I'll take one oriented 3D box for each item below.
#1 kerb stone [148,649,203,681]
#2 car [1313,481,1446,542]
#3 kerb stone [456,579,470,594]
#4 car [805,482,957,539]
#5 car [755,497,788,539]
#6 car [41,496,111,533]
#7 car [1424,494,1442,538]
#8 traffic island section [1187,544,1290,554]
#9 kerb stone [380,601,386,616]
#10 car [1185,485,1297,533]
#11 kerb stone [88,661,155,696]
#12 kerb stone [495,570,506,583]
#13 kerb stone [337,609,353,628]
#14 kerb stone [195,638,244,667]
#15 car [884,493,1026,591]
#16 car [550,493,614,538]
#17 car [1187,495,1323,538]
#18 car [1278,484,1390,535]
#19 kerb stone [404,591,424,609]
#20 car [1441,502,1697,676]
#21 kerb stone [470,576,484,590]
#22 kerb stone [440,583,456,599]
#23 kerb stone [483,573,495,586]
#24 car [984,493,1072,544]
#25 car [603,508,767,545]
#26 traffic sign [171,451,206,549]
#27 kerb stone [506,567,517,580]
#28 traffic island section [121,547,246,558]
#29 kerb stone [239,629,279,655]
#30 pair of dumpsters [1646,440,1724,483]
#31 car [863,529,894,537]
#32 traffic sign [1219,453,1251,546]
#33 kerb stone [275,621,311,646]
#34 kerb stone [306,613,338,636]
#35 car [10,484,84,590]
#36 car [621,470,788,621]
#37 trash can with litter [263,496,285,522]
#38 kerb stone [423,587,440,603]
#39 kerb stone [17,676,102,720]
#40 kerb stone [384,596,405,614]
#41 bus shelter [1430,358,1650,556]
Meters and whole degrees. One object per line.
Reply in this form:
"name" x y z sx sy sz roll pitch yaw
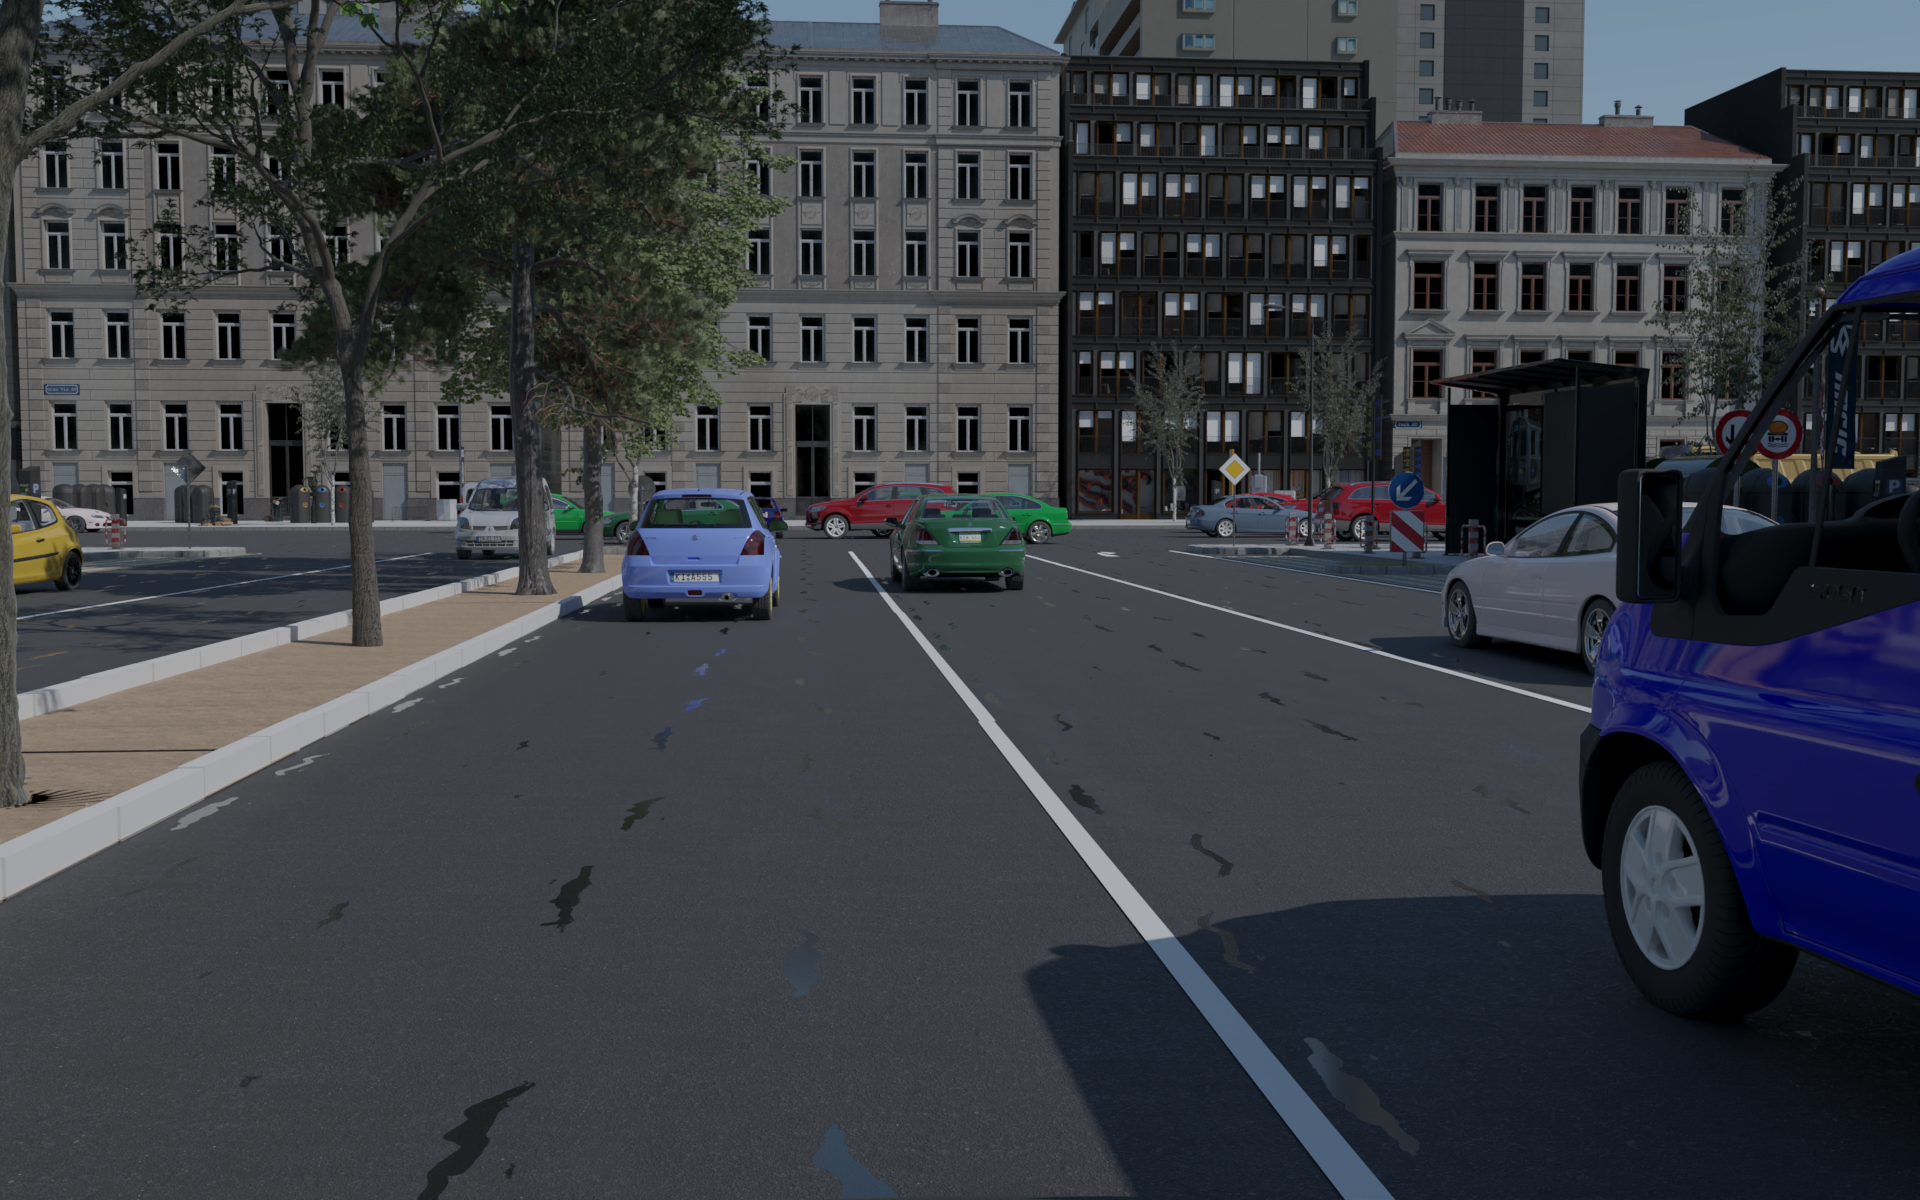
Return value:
"kerb stone" -6.226 0.523 13.649 0.120 0.150 1.000 0 4 -5
"car" 13.504 -2.704 52.889 5.304 1.827 2.281 0 4 -5
"kerb stone" -7.237 -0.166 24.911 0.120 0.150 1.000 0 4 -5
"car" -2.346 -2.885 55.844 5.304 1.827 2.281 0 4 -4
"car" -6.645 -2.710 56.885 1.945 1.354 3.894 0 4 -5
"car" -34.100 -3.183 64.406 4.827 1.381 2.083 0 4 -7
"car" 16.576 -2.804 57.649 4.920 1.459 2.131 0 4 -5
"traffic island section" 6.743 -1.239 42.536 2.009 0.180 2.903 0 4 -5
"kerb stone" -6.769 0.151 19.789 0.120 0.150 1.000 0 4 -5
"car" 10.603 -3.380 64.306 4.494 1.783 2.155 0 4 -4
"kerb stone" -6.137 0.585 12.623 0.120 0.150 1.000 0 4 -5
"kerb stone" -7.517 -0.350 27.982 0.120 0.150 1.000 0 4 -5
"kerb stone" -6.684 0.212 18.766 0.120 0.150 1.000 0 4 -5
"kerb stone" -6.317 0.460 14.674 0.120 0.150 1.000 0 4 -5
"car" -0.090 -0.939 27.149 2.131 1.459 4.920 0 4 -6
"car" -12.892 -2.804 54.648 4.718 1.807 1.959 0 4 -6
"car" 9.843 -2.789 57.608 4.499 1.417 2.014 0 4 -7
"car" 13.567 -3.208 61.128 5.304 1.827 2.281 0 4 -4
"kerb stone" -6.960 0.022 21.839 0.120 0.150 1.000 0 4 -5
"car" 5.716 -0.150 14.815 2.083 1.381 4.827 0 4 -6
"kerb stone" -7.325 -0.229 25.938 0.120 0.150 1.000 0 4 -5
"kerb stone" -7.142 -0.102 23.883 0.120 0.150 1.000 0 4 -5
"kerb stone" -7.426 -0.291 26.960 0.120 0.150 1.000 0 4 -5
"car" 0.841 -2.516 49.935 4.718 1.807 1.959 0 4 -5
"car" -8.070 -2.343 50.110 4.920 1.459 2.131 0 4 -4
"traffic sign" -17.926 -2.240 40.260 0.795 2.450 0.064 0 4 -5
"kerb stone" -7.611 -0.416 29.003 0.120 0.150 1.000 0 4 -5
"traffic island section" -17.949 -1.103 40.319 2.009 0.180 2.903 0 4 -5
"kerb stone" -6.407 0.398 15.696 0.120 0.150 1.000 0 4 -5
"pair of dumpsters" 13.656 -1.875 33.142 1.574 2.255 4.437 0 4 -5
"car" -1.284 -3.023 58.224 4.718 1.807 1.959 0 4 -7
"traffic sign" 6.720 -2.374 42.456 0.795 2.450 0.064 0 4 -5
"kerb stone" -6.493 0.335 16.718 0.120 0.150 1.000 0 4 -5
"kerb stone" -6.590 0.273 17.740 0.120 0.150 1.000 0 4 -5
"car" -13.977 -0.866 24.388 2.015 1.641 3.980 0 4 -3
"car" -3.061 -0.693 20.927 1.945 1.707 3.694 0 4 -4
"trash can with litter" -31.786 -4.203 80.109 1.055 1.170 0.624 1 4 20
"kerb stone" -7.059 -0.036 22.860 0.120 0.150 1.000 0 4 -5
"kerb stone" -6.030 0.652 11.599 0.120 0.150 1.000 0 4 -5
"kerb stone" -6.876 0.085 20.809 0.120 0.150 1.000 0 4 -5
"bus shelter" 10.889 -2.556 33.078 1.731 3.624 6.357 0 4 -5
